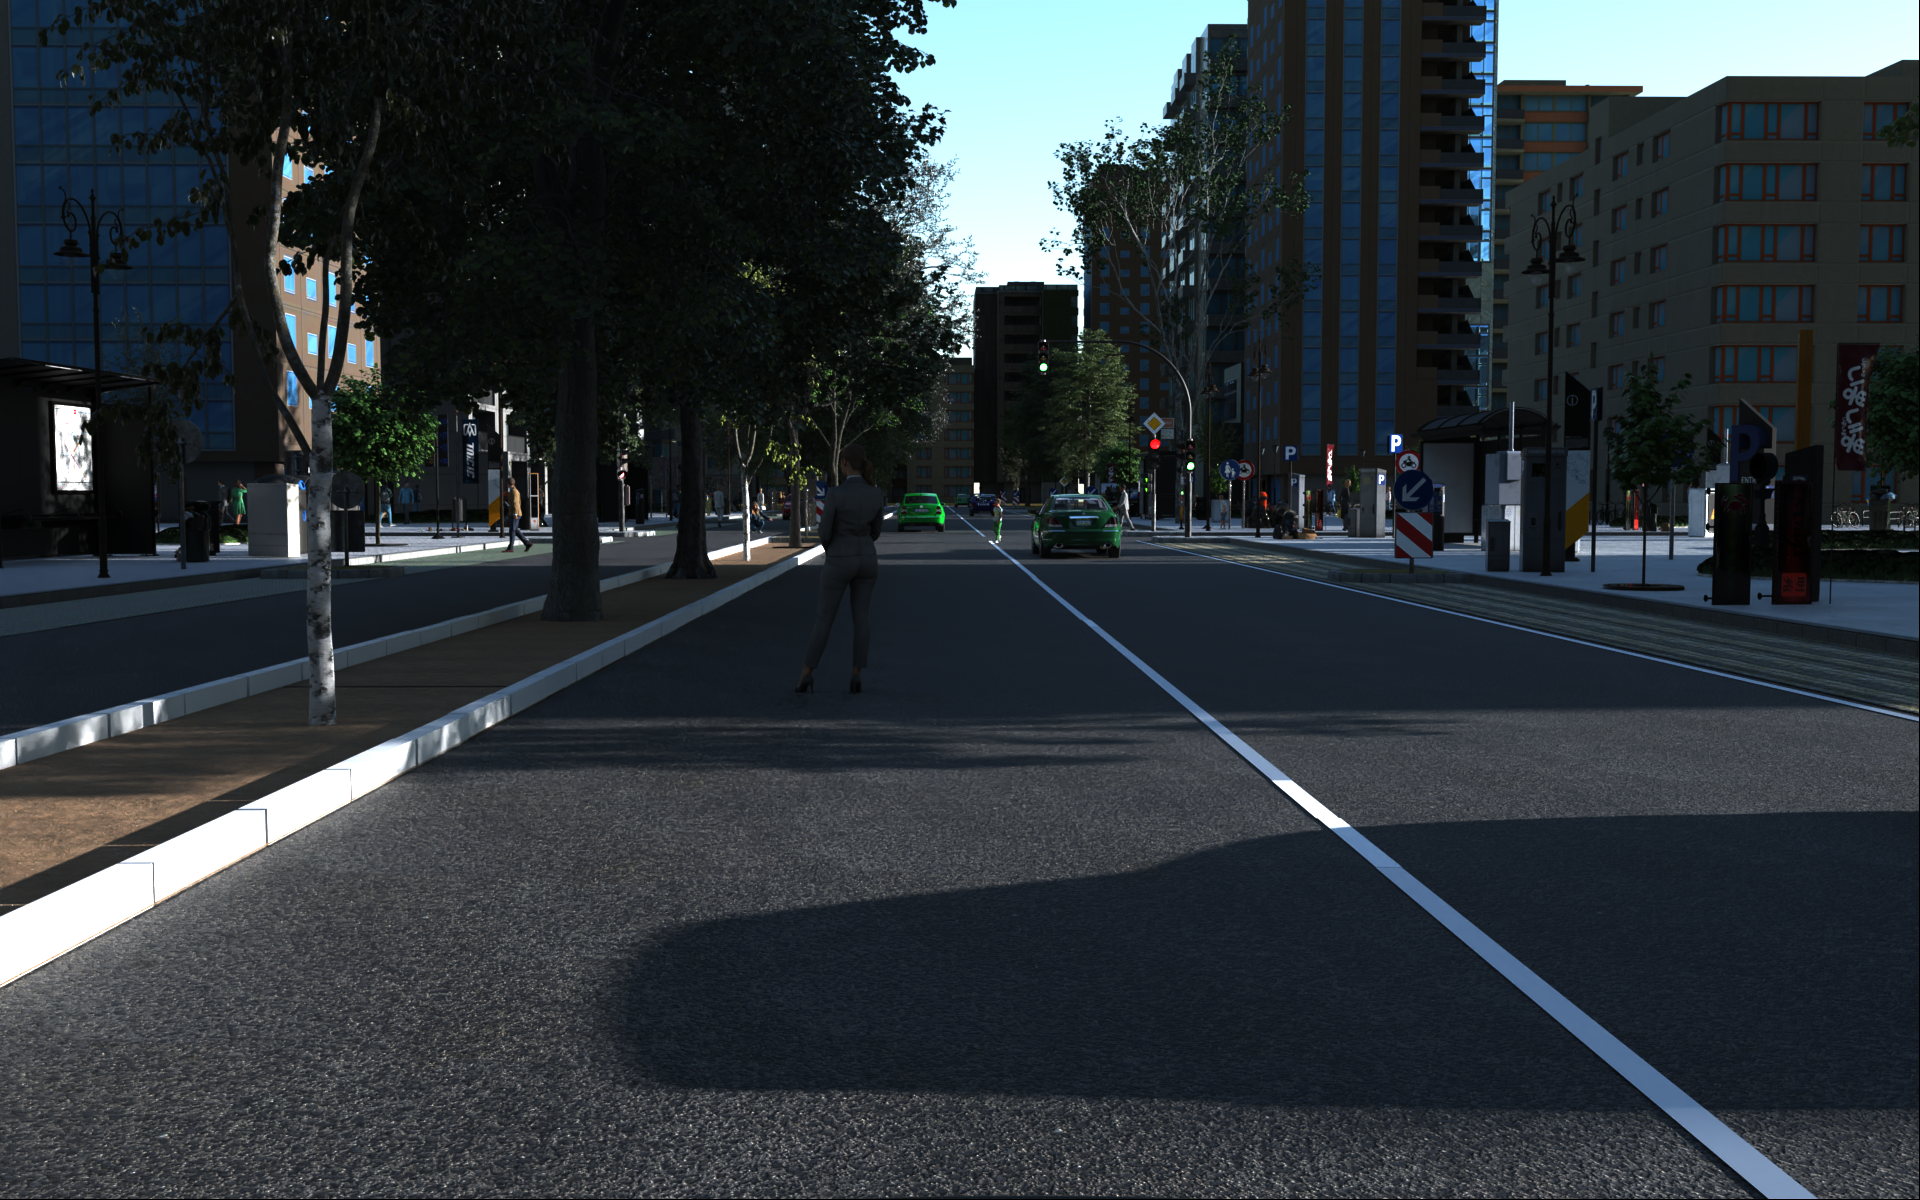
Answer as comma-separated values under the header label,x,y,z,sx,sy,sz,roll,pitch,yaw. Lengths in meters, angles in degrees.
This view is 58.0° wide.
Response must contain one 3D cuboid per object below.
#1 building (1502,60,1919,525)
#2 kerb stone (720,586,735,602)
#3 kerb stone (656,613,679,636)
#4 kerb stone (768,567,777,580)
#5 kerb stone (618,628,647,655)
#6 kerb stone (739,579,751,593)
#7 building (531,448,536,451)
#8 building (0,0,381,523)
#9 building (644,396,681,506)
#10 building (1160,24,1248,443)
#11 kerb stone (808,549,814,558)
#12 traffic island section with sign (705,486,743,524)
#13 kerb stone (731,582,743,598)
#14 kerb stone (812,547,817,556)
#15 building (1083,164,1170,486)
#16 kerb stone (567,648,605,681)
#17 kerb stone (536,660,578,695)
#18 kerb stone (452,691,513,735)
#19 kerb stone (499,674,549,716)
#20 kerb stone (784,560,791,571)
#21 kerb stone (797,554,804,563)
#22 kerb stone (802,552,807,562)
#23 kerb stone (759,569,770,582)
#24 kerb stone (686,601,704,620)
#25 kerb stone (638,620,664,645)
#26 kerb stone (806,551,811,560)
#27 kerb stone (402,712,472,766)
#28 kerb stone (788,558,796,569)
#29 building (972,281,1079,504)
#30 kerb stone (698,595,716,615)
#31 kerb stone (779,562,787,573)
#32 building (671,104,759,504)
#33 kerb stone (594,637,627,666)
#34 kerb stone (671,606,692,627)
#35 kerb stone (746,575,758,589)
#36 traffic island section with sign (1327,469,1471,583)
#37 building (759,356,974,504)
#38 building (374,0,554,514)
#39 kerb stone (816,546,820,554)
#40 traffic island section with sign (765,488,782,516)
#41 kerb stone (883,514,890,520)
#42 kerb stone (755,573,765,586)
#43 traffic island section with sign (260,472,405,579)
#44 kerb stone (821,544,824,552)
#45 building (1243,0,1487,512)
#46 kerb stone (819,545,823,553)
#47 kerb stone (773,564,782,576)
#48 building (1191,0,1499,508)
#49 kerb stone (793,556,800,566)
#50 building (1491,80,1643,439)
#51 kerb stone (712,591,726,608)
label,x,y,z,sx,sy,sz,roll,pitch,yaw
building,45.870,-14.735,85.956,28.899,21.520,27.650,0,4,-1
kerb stone,-3.134,-0.044,22.919,0.120,0.150,1.000,0,4,-1
kerb stone,-3.049,0.268,17.809,0.120,0.150,1.000,0,4,-1
kerb stone,-3.227,-0.413,29.061,0.120,0.150,1.000,0,4,-1
kerb stone,-3.018,0.393,15.764,0.120,0.150,1.000,0,4,-1
kerb stone,-3.168,-0.169,24.964,0.120,0.150,1.000,0,4,-1
building,-39.972,-37.022,147.302,21.231,58.520,28.212,0,4,-1
building,-36.631,-26.361,81.116,14.600,45.320,14.200,0,4,-1
building,-45.628,-34.485,183.444,30.456,49.044,23.786,0,4,-1
building,33.180,-34.332,180.931,23.786,49.044,30.456,0,4,-1
kerb stone,-3.376,-0.983,38.275,0.120,0.150,1.000,0,4,-1
traffic island section with sign,-11.643,-4.653,84.702,1.989,1.847,2.006,0,4,-1
kerb stone,-3.147,-0.107,23.943,0.120,0.150,1.000,0,4,-1
kerb stone,-3.394,-1.044,39.297,0.120,0.150,1.000,0,4,-1
building,24.565,-35.970,238.217,14.200,45.320,14.600,0,4,-1
kerb stone,-2.990,0.519,13.712,0.120,0.150,1.000,0,4,-1
kerb stone,-2.975,0.582,12.676,0.120,0.150,1.000,0,4,-1
kerb stone,-2.942,0.708,10.628,0.120,0.150,1.000,0,4,-1
kerb stone,-2.953,0.645,11.650,0.120,0.150,1.000,0,4,-1
kerb stone,-3.283,-0.608,32.130,0.120,0.150,1.000,0,4,-1
kerb stone,-3.326,-0.796,35.202,0.120,0.150,1.000,0,4,-1
kerb stone,-3.346,-0.854,36.224,0.120,0.150,1.000,0,4,-1
kerb stone,-3.219,-0.357,28.035,0.120,0.150,1.000,0,4,-1
kerb stone,-3.089,0.144,19.853,0.120,0.150,1.000,0,4,-1
kerb stone,-3.036,0.331,16.787,0.120,0.150,1.000,0,4,-1
kerb stone,-3.357,-0.916,37.254,0.120,0.150,1.000,0,4,-1
kerb stone,-2.918,0.773,9.606,0.120,0.150,1.000,0,4,-1
kerb stone,-3.294,-0.671,33.159,0.120,0.150,1.000,0,4,-1
building,8.847,-28.560,238.651,14.107,30.474,14.160,0,4,-1
kerb stone,-3.098,0.081,20.875,0.120,0.150,1.000,0,4,-1
kerb stone,-3.261,-0.545,31.108,0.120,0.150,1.000,0,4,-1
building,-41.642,-42.741,240.812,28.212,58.520,21.231,0,4,-1
kerb stone,-3.007,0.456,14.733,0.120,0.150,1.000,0,4,-1
kerb stone,-3.072,0.206,18.831,0.120,0.150,1.000,0,4,-1
kerb stone,-3.183,-0.232,25.986,0.120,0.150,1.000,0,4,-1
traffic island section with sign,7.162,-1.220,28.576,1.989,1.847,2.006,0,4,-1
building,-12.768,-24.509,245.767,28.899,21.520,27.650,0,4,-1
building,-36.257,-40.925,107.381,20.563,71.187,20.611,0,4,-1
kerb stone,-3.410,-1.109,40.323,0.120,0.150,1.000,0,4,-1
traffic island section with sign,-12.077,-6.301,111.653,1.989,1.847,2.006,0,4,-1
kerb stone,-4.430,-5.033,104.481,0.120,0.150,1.000,0,4,-1
kerb stone,-3.197,-0.289,27.008,0.120,0.150,1.000,0,4,-1
traffic island section with sign,-10.777,-1.308,30.013,1.989,1.847,2.006,0,4,-1
kerb stone,-3.438,-1.234,42.375,0.120,0.150,1.000,0,4,-1
building,29.168,-29.183,127.257,14.600,45.320,14.200,0,4,-1
kerb stone,-3.420,-1.170,41.349,0.120,0.150,1.000,0,4,-1
kerb stone,-3.244,-0.482,30.083,0.120,0.150,1.000,0,4,-1
building,33.227,-51.159,149.113,22.319,86.520,31.000,0,4,-1
kerb stone,-3.310,-0.733,34.180,0.120,0.150,1.000,0,4,-1
building,61.087,-32.517,186.278,28.867,44.769,22.147,0,4,-1
kerb stone,-3.112,0.021,21.897,0.120,0.150,1.000,0,4,-1
